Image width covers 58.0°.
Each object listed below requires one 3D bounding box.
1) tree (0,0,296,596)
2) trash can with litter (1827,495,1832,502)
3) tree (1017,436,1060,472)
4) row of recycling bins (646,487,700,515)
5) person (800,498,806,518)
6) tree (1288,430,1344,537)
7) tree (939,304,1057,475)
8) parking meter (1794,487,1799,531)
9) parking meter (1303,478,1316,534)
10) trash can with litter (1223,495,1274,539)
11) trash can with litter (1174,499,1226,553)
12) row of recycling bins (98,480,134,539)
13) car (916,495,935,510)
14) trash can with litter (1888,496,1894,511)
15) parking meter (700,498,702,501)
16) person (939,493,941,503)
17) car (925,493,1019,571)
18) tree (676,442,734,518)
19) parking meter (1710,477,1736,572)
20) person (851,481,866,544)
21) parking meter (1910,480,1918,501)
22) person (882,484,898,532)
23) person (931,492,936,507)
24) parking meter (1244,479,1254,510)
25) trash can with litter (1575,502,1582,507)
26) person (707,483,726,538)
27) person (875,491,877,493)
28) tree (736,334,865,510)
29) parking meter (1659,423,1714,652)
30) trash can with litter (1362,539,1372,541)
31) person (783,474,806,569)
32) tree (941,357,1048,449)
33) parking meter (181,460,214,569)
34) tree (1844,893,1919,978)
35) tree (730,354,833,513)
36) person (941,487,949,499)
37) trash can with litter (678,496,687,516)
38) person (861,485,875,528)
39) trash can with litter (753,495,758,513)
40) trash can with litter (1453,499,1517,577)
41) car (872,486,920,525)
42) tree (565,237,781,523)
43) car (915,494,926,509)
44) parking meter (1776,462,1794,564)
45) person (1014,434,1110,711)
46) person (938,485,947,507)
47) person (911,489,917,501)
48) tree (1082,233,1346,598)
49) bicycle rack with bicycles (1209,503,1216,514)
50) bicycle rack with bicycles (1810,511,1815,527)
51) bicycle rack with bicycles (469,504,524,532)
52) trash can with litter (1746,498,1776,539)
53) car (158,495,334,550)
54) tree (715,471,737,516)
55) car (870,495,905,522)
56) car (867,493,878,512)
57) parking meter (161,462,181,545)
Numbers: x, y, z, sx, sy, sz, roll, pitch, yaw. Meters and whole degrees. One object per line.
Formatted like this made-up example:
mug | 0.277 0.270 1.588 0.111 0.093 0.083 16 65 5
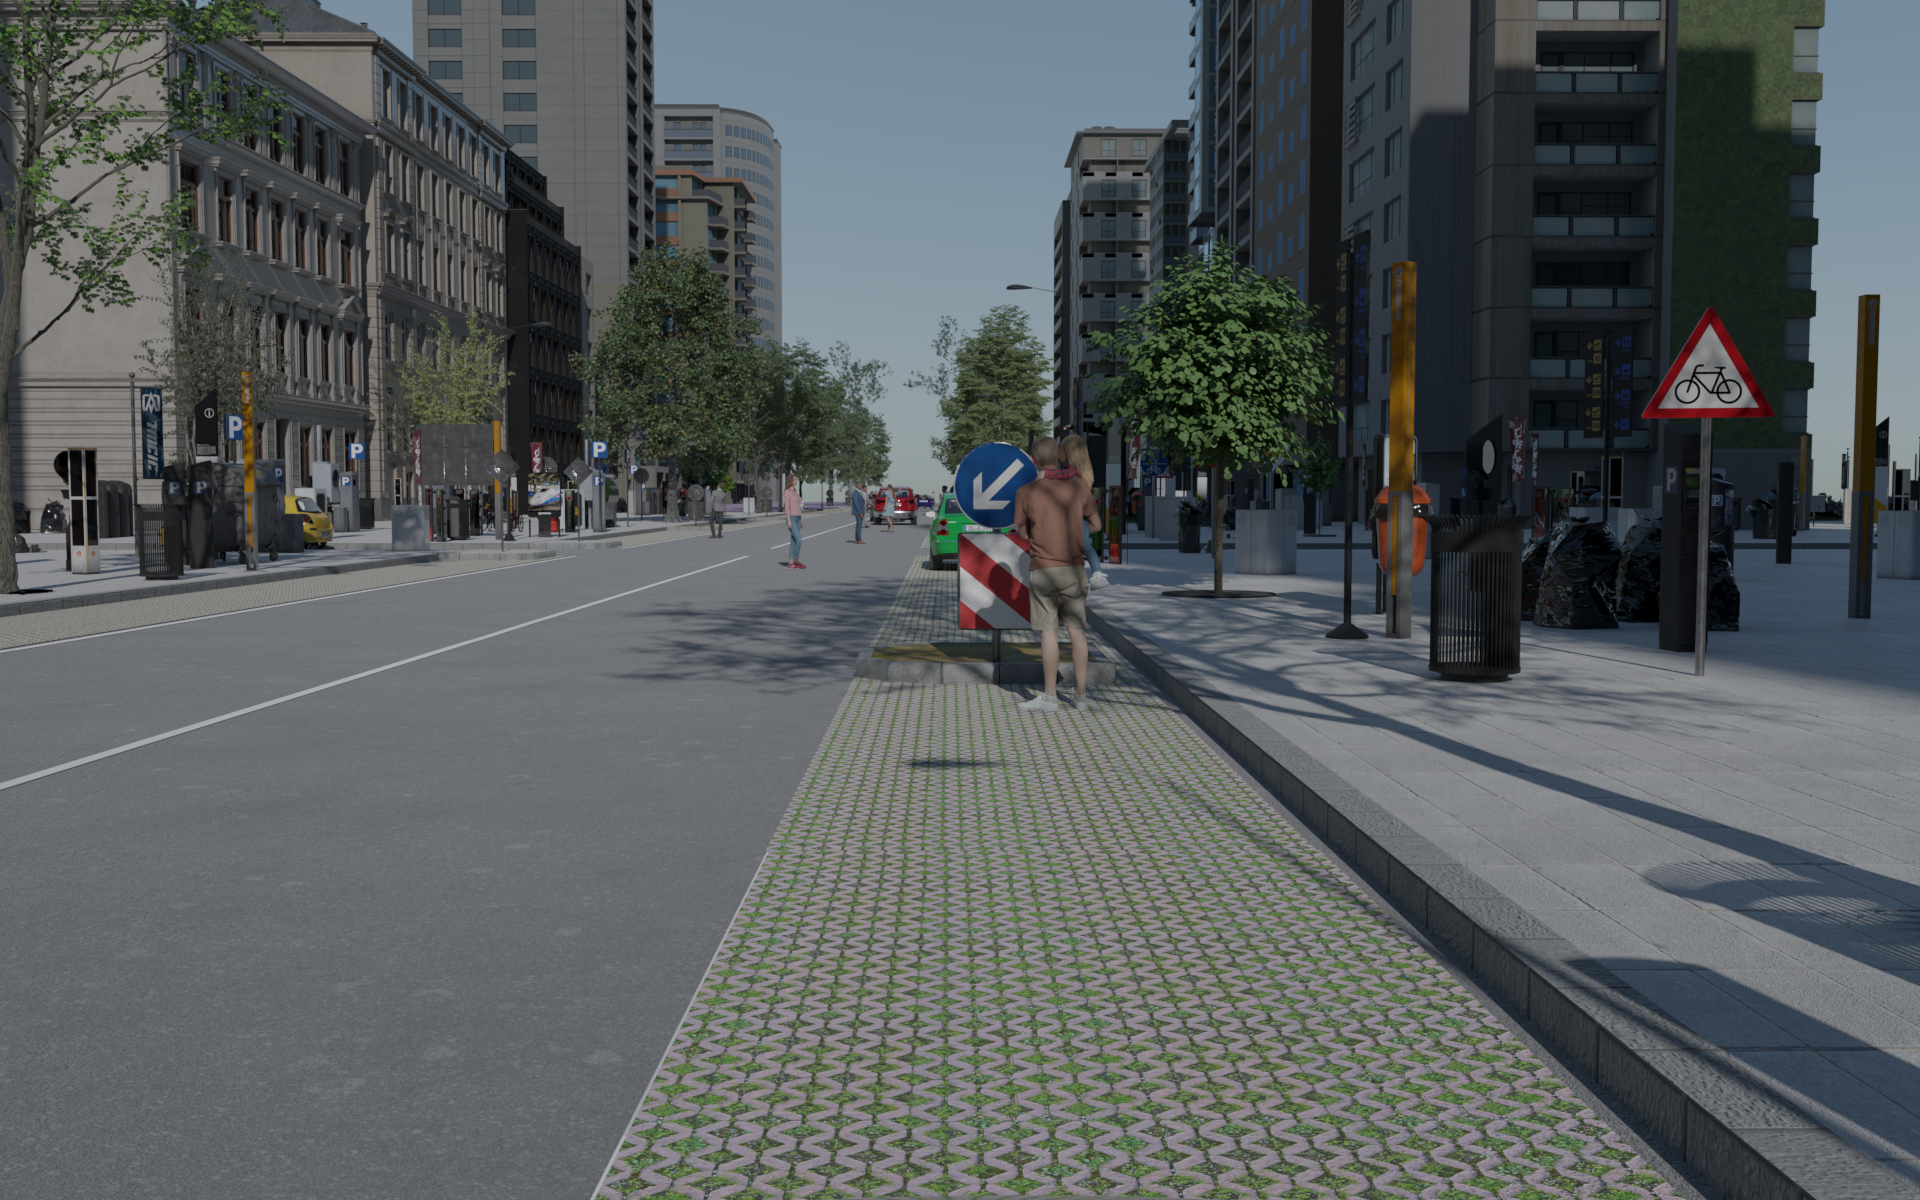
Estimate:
tree | -12.191 -5.887 22.005 9.928 11.665 9.643 0 3 0
trash can with litter | 55.252 -6.027 109.603 1.678 1.210 2.233 3 5 43
tree | 2.661 -3.848 57.522 1.663 3.219 1.824 0 3 0
row of recycling bins | -18.291 -6.389 111.578 3.534 1.692 1.069 -3 5 -39
person | -9.515 -5.523 103.810 0.505 1.210 0.382 -2 4 -26
tree | 10.734 -3.529 52.293 1.663 3.219 1.824 0 3 0
tree | 2.390 -11.366 103.962 7.486 12.596 7.792 0 3 0
parking meter | 27.610 -3.002 57.487 0.372 1.533 0.369 0 3 0
parking meter | 11.204 -3.046 55.513 0.399 1.863 0.255 1 4 22
trash can with litter | 8.381 -2.366 49.736 2.233 1.210 1.678 1 4 19
trash can with litter | 5.218 -1.611 37.728 1.055 1.170 0.624 0 4 -7
row of recycling bins | -25.250 -2.699 51.234 1.069 1.692 3.534 -1 4 -11
car | -3.344 -9.121 161.707 1.945 1.354 3.894 0 4 1
trash can with litter | 58.179 -5.904 107.914 0.624 1.170 1.055 -1 4 -15
parking meter | -15.796 -6.006 106.607 0.372 1.533 0.369 0 3 0
person | -2.981 -15.572 264.578 0.415 1.643 0.593 1 4 18
car | 0.298 -1.519 33.629 1.959 1.807 4.718 0 4 -1
tree | -13.761 -6.701 93.270 4.285 4.588 4.351 0 3 0
parking meter | 11.329 -1.062 25.781 0.372 1.533 0.369 0 3 0
person | -2.923 -2.521 49.906 0.419 1.800 0.721 0 4 -5
parking meter | 39.582 -4.041 71.782 0.399 1.863 0.255 -2 4 -30
person | -2.574 -3.435 64.763 0.616 1.811 0.778 -2 4 -29
person | -2.985 -11.386 195.601 0.436 1.711 0.756 -1 4 -12
parking meter | 11.134 -3.731 66.719 0.255 1.863 0.399 -1 4 -18
trash can with litter | 17.373 -2.267 48.455 1.055 1.170 0.624 0 4 3
person | -7.875 -2.900 56.094 0.592 1.802 0.473 -1 4 -21
person | -9.947 -12.083 206.066 0.705 1.823 1.348 2 4 35
tree | -13.748 -14.215 139.077 9.857 13.997 8.962 0 3 0
parking meter | 5.928 -0.516 14.143 0.255 1.863 0.399 0 4 -4
trash can with litter | 12.319 -2.231 47.534 1.678 1.210 2.233 -3 5 -42
person | -3.170 -1.499 33.022 0.388 1.821 0.555 1 4 11
tree | 2.437 -11.058 115.202 8.767 10.594 7.601 3 5 42
parking meter | -13.084 -1.473 29.788 0.399 1.863 0.255 -3 4 -39
tree | 2.987 -5.747 4.333 12.009 13.543 11.850 0 3 0
tree | -13.598 -11.019 114.571 7.601 10.594 8.767 1 4 14
person | -0.673 -4.633 84.210 0.622 1.834 0.822 2 4 34
trash can with litter | -16.203 -5.423 100.057 0.624 1.170 1.055 -2 4 -31
person | -4.044 -3.923 72.918 0.850 1.792 0.678 3 5 40
trash can with litter | -14.184 -6.587 118.761 1.678 1.210 2.233 0 4 -4
trash can with litter | 8.463 -0.973 26.959 1.678 1.210 2.233 0 4 -5
car | -3.027 -4.453 81.476 2.281 1.827 5.304 0 4 -1
tree | -12.872 -9.814 77.465 9.611 12.733 9.660 0 3 0
car | -4.199 -9.969 173.223 2.015 1.641 3.980 0 4 -1
parking meter | 15.218 -1.605 31.953 0.255 1.863 0.399 2 4 24
person | 0.687 -0.185 11.505 0.573 1.828 0.580 2 4 31
person | -0.579 -3.893 72.420 0.850 1.792 0.678 -1 4 -9
person | -3.346 -6.826 120.374 0.678 1.792 0.850 -1 4 -13
tree | 3.333 -2.328 21.775 4.285 4.588 4.351 0 3 0
bicycle rack with bicycles | 13.491 -5.151 97.600 2.925 0.926 2.852 -1 4 -9
bicycle rack with bicycles | 32.759 -3.402 69.010 2.852 0.926 2.925 1 4 16
bicycle rack with bicycles | -16.210 -2.784 58.906 2.852 0.926 2.925 -1 4 -23
trash can with litter | 23.035 -2.329 49.467 1.055 1.170 0.624 -1 4 -22
car | -17.386 -1.952 42.135 3.980 1.641 2.015 0 4 1
tree | -13.793 -6.450 100.059 1.663 3.219 1.824 0 3 0
car | -3.783 -4.840 90.937 2.131 1.459 4.920 0 4 -1
car | -6.724 -7.771 136.088 2.155 1.783 4.494 0 4 1
parking meter | -14.068 -1.547 31.005 0.399 1.863 0.255 -2 4 -25
